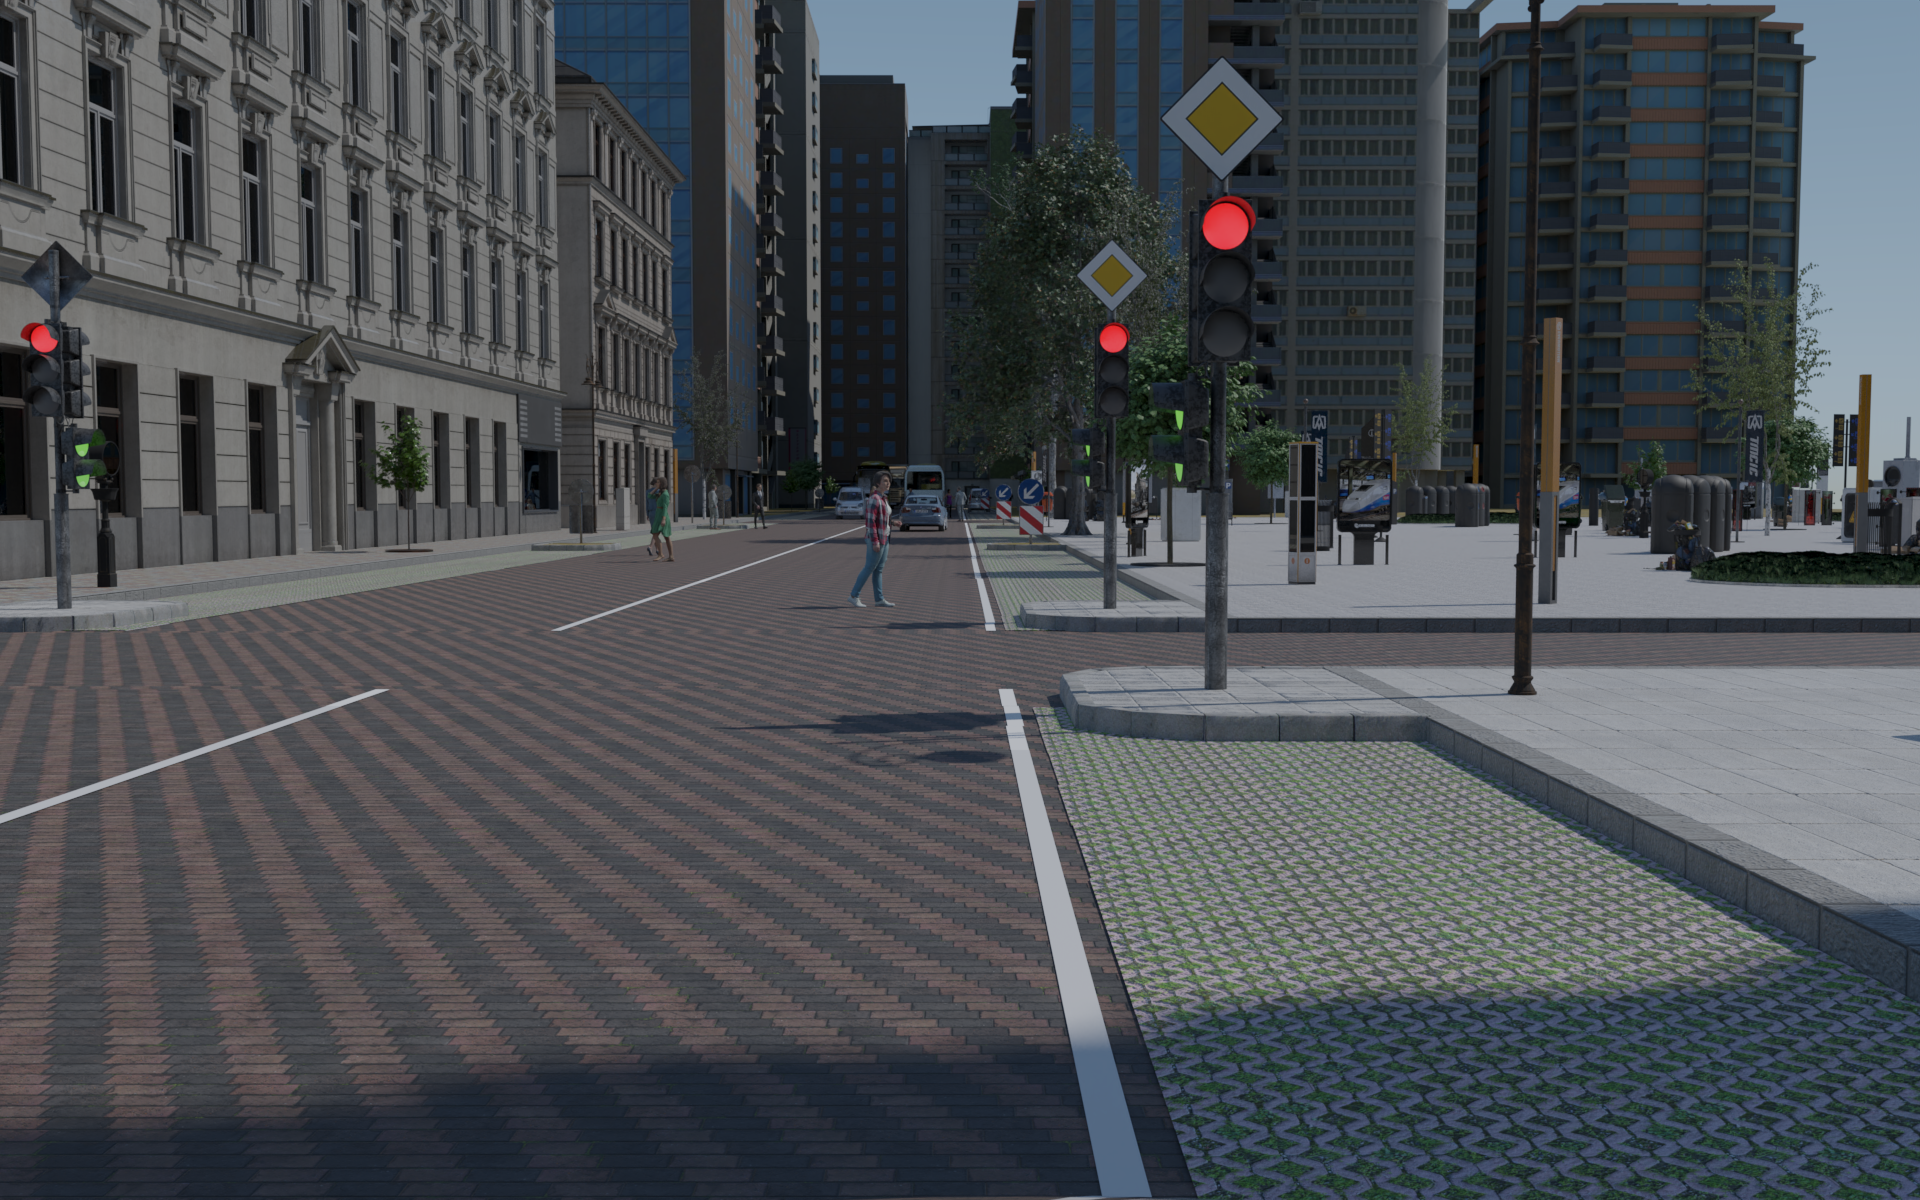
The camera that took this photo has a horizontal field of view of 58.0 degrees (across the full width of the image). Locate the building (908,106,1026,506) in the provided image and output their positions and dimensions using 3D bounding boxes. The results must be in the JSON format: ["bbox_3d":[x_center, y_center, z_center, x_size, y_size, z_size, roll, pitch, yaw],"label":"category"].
[{"bbox_3d":[1.413,-30.734,186.098,14.086,41.232,14.154,0,3,0],"label":"building"}]

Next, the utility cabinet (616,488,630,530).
[{"bbox_3d":[-11.951,-3.221,61.341,0.318,1.500,1.173,0,4,-1],"label":"utility cabinet"}]

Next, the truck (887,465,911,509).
[{"bbox_3d":[-6.076,-10.868,166.604,2.839,4.237,11.283,0,4,2],"label":"truck"}]

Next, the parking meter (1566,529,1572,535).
[{"bbox_3d":[18.896,-2.953,53.991,0.399,1.863,0.255,-2,4,-29],"label":"parking meter"}]

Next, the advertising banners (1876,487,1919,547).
[{"bbox_3d":[22.783,-2.761,41.338,0.090,3.025,2.074,-1,4,-20],"label":"advertising banners"}]

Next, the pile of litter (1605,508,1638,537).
[{"bbox_3d":[20.318,-2.396,53.134,1.719,0.858,1.176,-3,4,-37],"label":"pile of litter"}]

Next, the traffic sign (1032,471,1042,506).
[{"bbox_3d":[3.422,-4.514,75.934,0.606,2.300,0.079,1,4,9],"label":"traffic sign"}]

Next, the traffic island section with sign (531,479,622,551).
[{"bbox_3d":[-9.740,-2.179,44.255,1.989,1.847,2.006,0,3,0],"label":"traffic island section with sign"}]

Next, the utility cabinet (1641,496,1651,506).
[{"bbox_3d":[27.689,-3.589,69.849,0.306,1.237,1.020,1,4,11],"label":"utility cabinet"}]

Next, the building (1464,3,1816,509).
[{"bbox_3d":[61.032,-30.763,157.597,28.867,44.769,22.147,0,3,0],"label":"building"}]

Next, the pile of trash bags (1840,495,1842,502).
[{"bbox_3d":[34.555,-3.402,65.370,1.912,1.369,3.447,3,4,36],"label":"pile of trash bags"}]

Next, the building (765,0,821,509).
[{"bbox_3d":[-24.111,-32.690,158.182,21.600,48.544,21.300,0,3,0],"label":"building"}]

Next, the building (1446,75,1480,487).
[{"bbox_3d":[39.363,-29.260,161.997,14.086,41.232,14.154,0,3,0],"label":"building"}]

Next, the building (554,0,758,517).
[{"bbox_3d":[-19.699,-27.604,101.435,14.600,45.320,14.200,0,3,0],"label":"building"}]

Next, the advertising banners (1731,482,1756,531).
[{"bbox_3d":[26.784,-3.881,59.649,0.090,3.025,2.074,-1,4,-14],"label":"advertising banners"}]

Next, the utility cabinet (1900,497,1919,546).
[{"bbox_3d":[22.045,-1.762,39.971,1.020,1.237,0.306,-3,4,-37],"label":"utility cabinet"}]

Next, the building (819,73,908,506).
[{"bbox_3d":[-12.729,-32.750,185.581,14.200,45.320,14.600,0,3,0],"label":"building"}]

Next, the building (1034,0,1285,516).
[{"bbox_3d":[11.902,-28.045,108.646,14.600,45.320,14.200,0,3,0],"label":"building"}]

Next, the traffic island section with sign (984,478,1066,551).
[{"bbox_3d":[1.688,-2.194,44.503,1.989,1.847,2.006,0,3,0],"label":"traffic island section with sign"}]

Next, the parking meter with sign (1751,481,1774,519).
[{"bbox_3d":[41.177,-5.708,89.583,1.738,3.016,0.543,3,4,39],"label":"parking meter with sign"}]

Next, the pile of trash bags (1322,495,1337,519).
[{"bbox_3d":[19.082,-4.862,89.241,1.912,1.369,3.447,-3,5,-40],"label":"pile of trash bags"}]

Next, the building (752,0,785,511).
[{"bbox_3d":[-24.328,-28.660,123.217,22.147,44.769,28.867,0,3,0],"label":"building"}]

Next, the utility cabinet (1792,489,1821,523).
[{"bbox_3d":[37.636,-4.178,76.991,1.173,1.500,0.318,0,4,-7],"label":"utility cabinet"}]

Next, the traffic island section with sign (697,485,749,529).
[{"bbox_3d":[-9.742,-3.842,71.437,1.989,1.847,2.006,0,3,0],"label":"traffic island section with sign"}]

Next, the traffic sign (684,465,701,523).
[{"bbox_3d":[-11.768,-4.645,76.058,0.768,2.556,0.104,0,4,7],"label":"traffic sign"}]

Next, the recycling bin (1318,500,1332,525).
[{"bbox_3d":[14.864,-3.600,71.410,0.722,1.027,0.722,0,4,-8],"label":"recycling bin"}]

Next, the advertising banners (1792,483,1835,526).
[{"bbox_3d":[34.719,-4.553,70.632,2.074,3.025,0.090,0,4,-8],"label":"advertising banners"}]

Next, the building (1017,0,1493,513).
[{"bbox_3d":[20.602,-26.671,127.959,32.217,40.220,23.993,0,3,0],"label":"building"}]

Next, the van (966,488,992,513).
[{"bbox_3d":[1.414,-7.500,129.637,2.013,2.044,4.112,0,4,-1],"label":"van"}]

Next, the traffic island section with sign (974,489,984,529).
[{"bbox_3d":[1.675,-3.847,71.530,1.989,1.847,2.006,0,3,0],"label":"traffic island section with sign"}]

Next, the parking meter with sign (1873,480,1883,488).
[{"bbox_3d":[48.859,-5.850,91.905,1.738,3.016,0.543,2,4,33],"label":"parking meter with sign"}]

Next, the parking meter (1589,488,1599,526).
[{"bbox_3d":[25.558,-3.756,69.827,0.372,1.533,0.369,0,3,0],"label":"parking meter"}]

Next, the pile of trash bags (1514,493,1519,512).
[{"bbox_3d":[29.704,-4.925,90.268,1.912,1.369,3.447,2,4,35],"label":"pile of trash bags"}]

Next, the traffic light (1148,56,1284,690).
[{"bbox_3d":[1.666,-1.369,11.296,0.839,4.253,0.868,0,3,0],"label":"traffic light"}]

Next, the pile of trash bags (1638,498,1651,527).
[{"bbox_3d":[27.687,-3.517,67.251,1.912,1.369,3.447,0,4,0],"label":"pile of trash bags"}]

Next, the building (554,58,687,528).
[{"bbox_3d":[-18.266,-12.755,73.169,10.561,19.102,19.286,0,3,0],"label":"building"}]

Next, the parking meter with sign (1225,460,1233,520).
[{"bbox_3d":[13.444,-5.571,87.345,0.543,3.016,1.738,0,4,-2],"label":"parking meter with sign"}]

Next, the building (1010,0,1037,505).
[{"bbox_3d":[15.715,-30.572,154.479,22.147,44.769,28.867,0,3,0],"label":"building"}]

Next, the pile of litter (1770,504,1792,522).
[{"bbox_3d":[37.670,-3.975,78.962,1.176,0.858,1.719,0,4,2],"label":"pile of litter"}]

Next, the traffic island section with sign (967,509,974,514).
[{"bbox_3d":[1.637,-6.926,121.867,1.989,1.847,2.006,0,3,0],"label":"traffic island section with sign"}]

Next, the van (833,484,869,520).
[{"bbox_3d":[-6.184,-5.607,98.687,2.013,2.044,4.112,0,4,-1],"label":"van"}]

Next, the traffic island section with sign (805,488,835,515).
[{"bbox_3d":[-9.786,-6.882,121.152,1.989,1.847,2.006,0,3,0],"label":"traffic island section with sign"}]

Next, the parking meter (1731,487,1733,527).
[{"bbox_3d":[24.829,-2.920,56.156,0.372,1.533,0.369,0,3,0],"label":"parking meter"}]

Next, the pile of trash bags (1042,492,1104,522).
[{"bbox_3d":[5.505,-4.396,81.630,3.447,1.369,1.912,1,4,11],"label":"pile of trash bags"}]

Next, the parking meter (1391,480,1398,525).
[{"bbox_3d":[18.129,-4.090,72.587,0.399,1.863,0.255,-3,4,-36],"label":"parking meter"}]

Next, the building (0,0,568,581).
[{"bbox_3d":[-21.958,-16.194,41.189,17.030,29.872,44.131,0,3,0],"label":"building"}]
